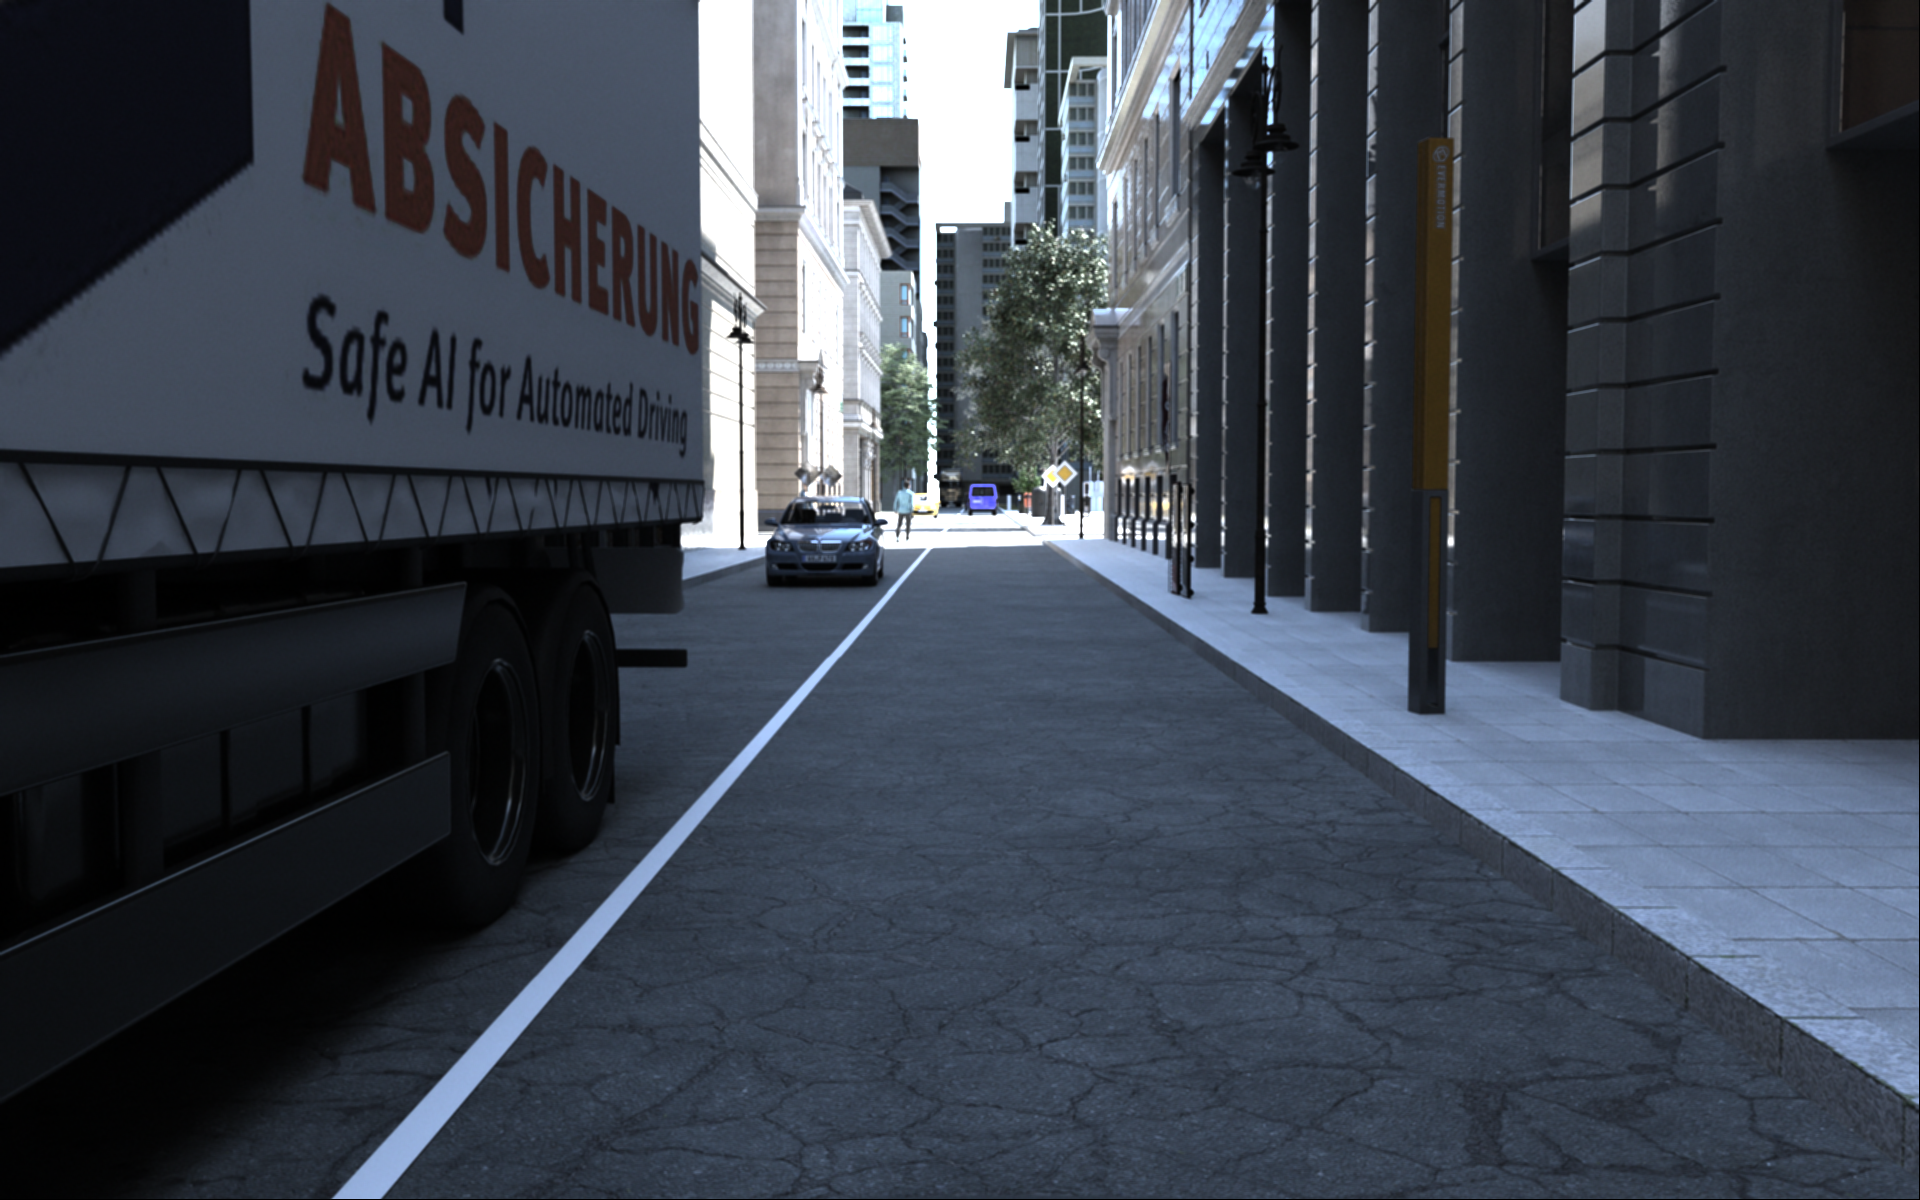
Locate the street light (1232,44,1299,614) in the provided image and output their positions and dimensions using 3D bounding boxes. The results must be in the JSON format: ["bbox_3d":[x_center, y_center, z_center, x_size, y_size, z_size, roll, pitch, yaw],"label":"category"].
[{"bbox_3d":[3.222,-2.792,18.443,0.468,5.910,1.993,0,4,1],"label":"street light"}]

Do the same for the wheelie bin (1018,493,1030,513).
[{"bbox_3d":[4.250,-6.439,113.183,0.980,1.594,0.693,-3,5,-44],"label":"wheelie bin"}]

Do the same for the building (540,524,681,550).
[{"bbox_3d":[-11.420,-11.866,23.686,12.332,23.373,15.834,0,4,1],"label":"building"}]

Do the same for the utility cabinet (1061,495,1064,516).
[{"bbox_3d":[5.713,-5.581,102.404,0.306,1.237,1.020,3,5,43],"label":"utility cabinet"}]

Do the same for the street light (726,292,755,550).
[{"bbox_3d":[-5.035,-4.102,39.853,0.468,5.910,1.993,0,4,1],"label":"street light"}]

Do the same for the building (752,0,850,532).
[{"bbox_3d":[-11.518,-17.247,67.895,13.634,28.700,20.117,0,4,1],"label":"building"}]

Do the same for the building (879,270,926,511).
[{"bbox_3d":[-17.392,-18.577,148.765,27.650,21.520,28.899,0,4,1],"label":"building"}]

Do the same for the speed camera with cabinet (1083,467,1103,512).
[{"bbox_3d":[9.648,-8.069,126.263,0.660,3.252,2.038,2,4,33],"label":"speed camera with cabinet"}]

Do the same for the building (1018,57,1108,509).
[{"bbox_3d":[21.276,-27.931,148.549,32.217,40.220,23.993,0,4,1],"label":"building"}]

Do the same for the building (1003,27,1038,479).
[{"bbox_3d":[19.357,-37.047,194.953,28.713,52.752,27.495,0,4,1],"label":"building"}]

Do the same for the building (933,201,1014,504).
[{"bbox_3d":[8.450,-33.045,232.166,23.993,40.220,32.217,0,4,1],"label":"building"}]

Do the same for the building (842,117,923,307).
[{"bbox_3d":[-11.623,-33.782,202.442,14.200,45.320,14.600,0,4,1],"label":"building"}]

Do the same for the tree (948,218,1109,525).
[{"bbox_3d":[3.992,-9.484,72.065,9.611,12.733,9.660,0,3,0],"label":"tree"}]

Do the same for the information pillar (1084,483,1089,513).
[{"bbox_3d":[8.468,-6.813,115.881,0.304,2.012,0.304,0,4,-6],"label":"information pillar"}]

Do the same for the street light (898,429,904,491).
[{"bbox_3d":[-4.222,-9.200,123.199,0.468,5.910,1.993,0,4,1],"label":"street light"}]

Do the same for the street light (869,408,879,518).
[{"bbox_3d":[-4.545,-7.262,91.529,0.468,5.910,1.993,0,4,1],"label":"street light"}]

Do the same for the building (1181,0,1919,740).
[{"bbox_3d":[9.332,-14.543,15.276,11.434,29.767,29.804,0,4,1],"label":"building"}]

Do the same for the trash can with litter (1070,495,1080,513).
[{"bbox_3d":[8.102,-6.707,120.721,1.678,1.210,2.233,2,4,30],"label":"trash can with litter"}]

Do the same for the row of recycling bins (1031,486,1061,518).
[{"bbox_3d":[4.714,-5.385,95.153,1.069,1.692,3.534,1,4,20],"label":"row of recycling bins"}]

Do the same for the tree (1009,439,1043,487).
[{"bbox_3d":[5.038,-11.285,134.865,4.360,8.622,3.978,0,3,0],"label":"tree"}]

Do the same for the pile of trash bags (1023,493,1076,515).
[{"bbox_3d":[5.527,-5.923,106.596,3.447,1.369,1.912,1,4,19],"label":"pile of trash bags"}]

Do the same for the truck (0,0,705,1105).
[{"bbox_3d":[-2.756,-0.903,3.675,2.839,4.237,11.283,0,4,2],"label":"truck"}]

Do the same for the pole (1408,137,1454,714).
[{"bbox_3d":[2.738,-0.992,10.067,0.158,3.312,0.155,0,3,0],"label":"pole"}]

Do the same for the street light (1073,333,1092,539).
[{"bbox_3d":[3.506,-4.715,49.879,0.468,5.910,1.993,0,4,1],"label":"street light"}]

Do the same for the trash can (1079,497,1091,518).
[{"bbox_3d":[6.697,-4.956,92.684,0.748,1.137,0.748,0,3,0],"label":"trash can"}]

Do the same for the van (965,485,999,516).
[{"bbox_3d":[1.494,-6.815,115.814,2.240,2.365,5.245,0,3,0],"label":"van"}]

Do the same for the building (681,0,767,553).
[{"bbox_3d":[-20.183,-12.794,42.469,30.059,22.955,16.112,0,4,1],"label":"building"}]

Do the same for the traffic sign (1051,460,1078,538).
[{"bbox_3d":[3.071,-2.886,50.826,0.795,2.450,0.064,0,4,1],"label":"traffic sign"}]

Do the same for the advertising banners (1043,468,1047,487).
[{"bbox_3d":[6.080,-7.360,116.522,0.090,3.025,2.074,2,4,30],"label":"advertising banners"}]

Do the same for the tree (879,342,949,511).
[{"bbox_3d":[-4.540,-12.953,129.911,7.486,12.596,7.792,0,3,0],"label":"tree"}]

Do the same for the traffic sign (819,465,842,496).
[{"bbox_3d":[-4.394,-3.380,58.906,0.795,2.450,0.064,0,4,1],"label":"traffic sign"}]

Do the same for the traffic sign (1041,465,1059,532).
[{"bbox_3d":[3.150,-3.374,58.811,0.795,2.450,0.064,0,4,1],"label":"traffic sign"}]

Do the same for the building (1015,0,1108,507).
[{"bbox_3d":[16.018,-44.781,170.414,20.563,71.187,20.611,0,4,1],"label":"building"}]

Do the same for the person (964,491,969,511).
[{"bbox_3d":[0.648,-8.648,150.693,0.445,1.727,0.742,-3,5,-44],"label":"person"}]

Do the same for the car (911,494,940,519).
[{"bbox_3d":[-2.166,-5.648,102.575,2.015,1.641,3.980,0,4,0],"label":"car"}]

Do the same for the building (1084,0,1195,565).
[{"bbox_3d":[10.337,-15.554,40.213,13.634,28.700,20.117,0,4,1],"label":"building"}]

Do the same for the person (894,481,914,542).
[{"bbox_3d":[-1.675,-2.616,51.291,0.660,1.820,0.620,1,4,17],"label":"person"}]

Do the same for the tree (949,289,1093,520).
[{"bbox_3d":[4.356,-10.821,87.286,12.009,13.543,11.850,0,3,0],"label":"tree"}]

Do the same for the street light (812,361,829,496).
[{"bbox_3d":[-4.810,-5.340,60.092,0.468,5.910,1.993,0,4,1],"label":"street light"}]

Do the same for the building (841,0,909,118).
[{"bbox_3d":[-19.823,-55.940,227.282,31.000,86.520,22.319,0,4,1],"label":"building"}]

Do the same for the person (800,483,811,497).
[{"bbox_3d":[-5.024,-2.918,56.236,0.581,1.822,0.654,-2,4,-28],"label":"person"}]

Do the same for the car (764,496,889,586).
[{"bbox_3d":[-2.173,-1.018,28.640,2.014,1.417,4.499,0,4,-1],"label":"car"}]

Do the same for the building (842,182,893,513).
[{"bbox_3d":[-10.053,-15.135,98.368,10.553,20.767,40.483,0,4,1],"label":"building"}]

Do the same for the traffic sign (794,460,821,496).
[{"bbox_3d":[-4.473,-2.892,50.921,0.795,2.450,0.064,0,4,1],"label":"traffic sign"}]

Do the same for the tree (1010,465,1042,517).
[{"bbox_3d":[3.963,-7.081,110.379,1.663,3.219,1.824,0,3,0],"label":"tree"}]

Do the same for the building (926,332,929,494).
[{"bbox_3d":[-17.428,-20.401,178.599,27.650,21.520,28.899,0,4,1],"label":"building"}]

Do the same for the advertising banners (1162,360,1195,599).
[{"bbox_3d":[2.768,-1.585,22.099,0.090,3.025,2.074,0,4,-2],"label":"advertising banners"}]

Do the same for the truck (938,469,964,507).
[{"bbox_3d":[-0.992,-12.521,193.634,2.839,4.237,11.283,0,3,0],"label":"truck"}]

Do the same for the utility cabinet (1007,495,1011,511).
[{"bbox_3d":[3.773,-7.471,133.317,0.306,1.237,1.020,0,4,-1],"label":"utility cabinet"}]

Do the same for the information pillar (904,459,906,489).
[{"bbox_3d":[-3.691,-7.660,116.590,0.183,3.616,0.504,0,4,6],"label":"information pillar"}]
